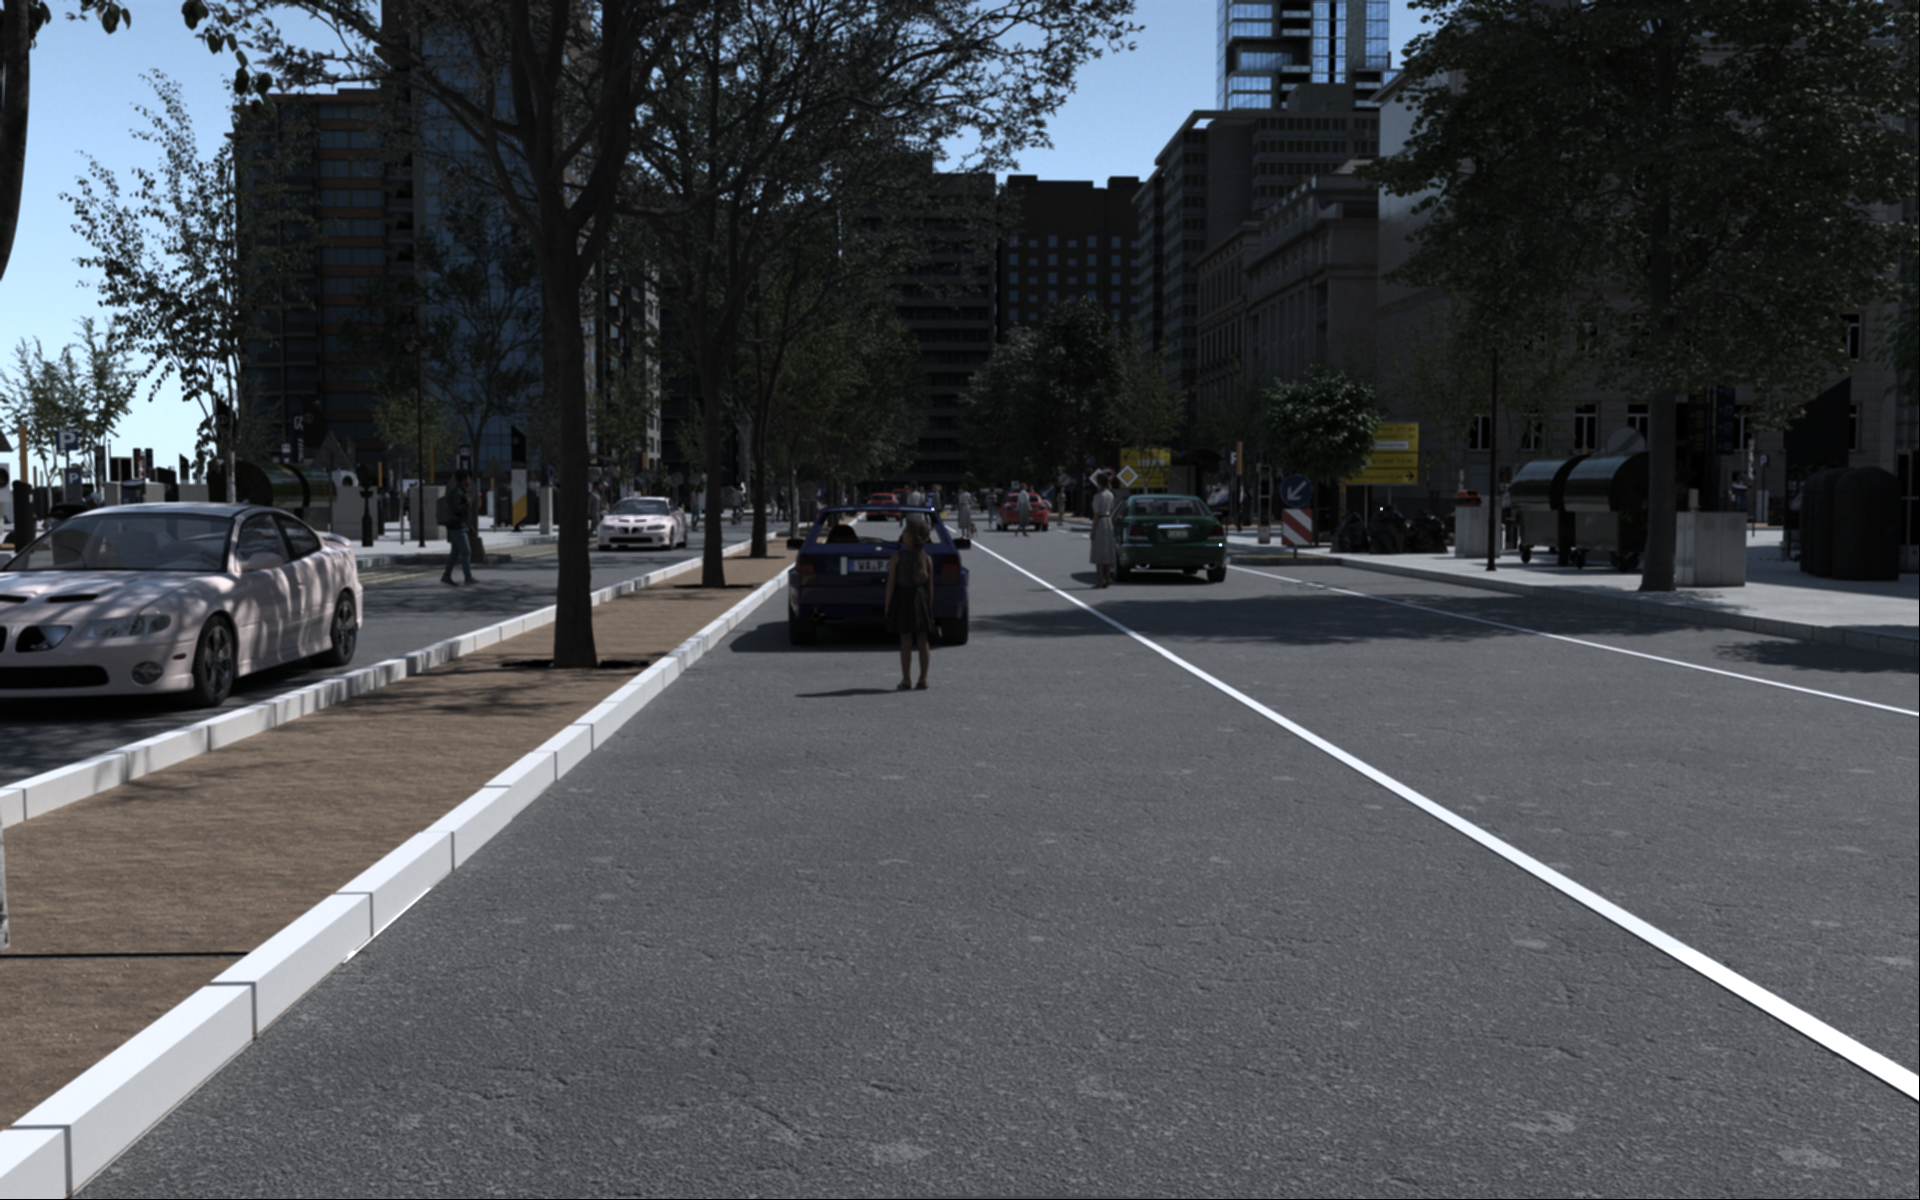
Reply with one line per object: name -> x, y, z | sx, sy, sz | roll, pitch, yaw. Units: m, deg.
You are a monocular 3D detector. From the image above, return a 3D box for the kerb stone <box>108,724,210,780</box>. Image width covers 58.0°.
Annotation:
kerb stone -> -4.203, 0.802, 9.077 | 0.120, 0.150, 1.000 | 0, 4, -2

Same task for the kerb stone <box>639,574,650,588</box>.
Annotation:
kerb stone -> -4.906, -0.262, 26.480 | 0.120, 0.150, 1.000 | 0, 4, -2

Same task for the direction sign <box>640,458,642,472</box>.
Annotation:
direction sign -> -20.447, -7.221, 110.063 | 0.876, 3.537, 0.379 | 1, 4, 12

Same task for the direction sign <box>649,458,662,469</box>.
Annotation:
direction sign -> -19.251, -7.192, 109.588 | 0.876, 3.537, 0.379 | 1, 4, 11

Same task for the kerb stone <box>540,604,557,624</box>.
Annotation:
kerb stone -> -4.608, 0.176, 19.320 | 0.120, 0.150, 1.000 | 0, 4, -2

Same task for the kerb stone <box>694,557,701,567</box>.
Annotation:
kerb stone -> -5.194, -0.698, 33.644 | 0.120, 0.150, 1.000 | 0, 4, -2

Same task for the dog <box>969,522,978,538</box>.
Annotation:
dog -> 0.441, -2.314, 57.120 | 0.406, 0.507, 0.540 | -2, 4, -25

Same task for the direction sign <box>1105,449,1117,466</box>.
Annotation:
direction sign -> 7.591, -5.799, 86.803 | 0.876, 3.537, 0.379 | -2, 4, -34

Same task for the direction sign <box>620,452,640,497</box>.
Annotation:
direction sign -> -17.927, -6.208, 93.490 | 0.876, 3.537, 0.379 | -3, 4, -38

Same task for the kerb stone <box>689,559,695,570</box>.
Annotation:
kerb stone -> -5.154, -0.637, 32.612 | 0.120, 0.150, 1.000 | 0, 4, -2

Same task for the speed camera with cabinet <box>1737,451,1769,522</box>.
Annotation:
speed camera with cabinet -> 36.325, -5.201, 79.366 | 0.660, 3.252, 2.038 | 0, 4, -1

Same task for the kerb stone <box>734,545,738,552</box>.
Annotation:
kerb stone -> -5.525, -1.201, 41.834 | 0.120, 0.150, 1.000 | 0, 4, -2

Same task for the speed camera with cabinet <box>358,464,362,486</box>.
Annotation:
speed camera with cabinet -> -39.992, -7.267, 113.146 | 2.038, 3.252, 0.660 | -1, 4, -16

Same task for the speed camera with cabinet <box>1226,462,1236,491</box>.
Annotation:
speed camera with cabinet -> 17.339, -7.249, 112.850 | 0.660, 3.252, 2.038 | 1, 4, 19

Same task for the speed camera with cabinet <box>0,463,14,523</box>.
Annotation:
speed camera with cabinet -> -41.978, -5.004, 76.158 | 0.660, 3.252, 2.038 | 0, 4, 7

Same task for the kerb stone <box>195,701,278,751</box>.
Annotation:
kerb stone -> -4.233, 0.741, 10.099 | 0.120, 0.150, 1.000 | 0, 4, -2

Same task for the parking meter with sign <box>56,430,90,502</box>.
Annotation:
parking meter with sign -> -23.996, -3.090, 46.779 | 0.543, 3.016, 1.738 | -2, 4, -32

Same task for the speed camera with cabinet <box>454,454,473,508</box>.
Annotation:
speed camera with cabinet -> -25.057, -5.572, 85.441 | 0.660, 3.252, 2.038 | 2, 4, 25

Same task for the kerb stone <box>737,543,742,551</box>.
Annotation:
kerb stone -> -5.571, -1.261, 42.867 | 0.120, 0.150, 1.000 | 0, 4, -2

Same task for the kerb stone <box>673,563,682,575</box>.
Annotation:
kerb stone -> -5.066, -0.512, 30.565 | 0.120, 0.150, 1.000 | 0, 4, -2

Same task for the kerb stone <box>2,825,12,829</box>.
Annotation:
kerb stone -> -4.113, 0.928, 7.032 | 0.120, 0.150, 1.000 | 0, 4, -2

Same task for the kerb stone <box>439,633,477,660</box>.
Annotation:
kerb stone -> -4.448, 0.426, 15.224 | 0.120, 0.150, 1.000 | 0, 4, -2

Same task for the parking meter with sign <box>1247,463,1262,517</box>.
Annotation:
parking meter with sign -> 16.160, -6.211, 97.813 | 0.543, 3.016, 1.738 | -3, 5, -41

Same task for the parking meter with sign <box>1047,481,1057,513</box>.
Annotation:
parking meter with sign -> 6.147, -7.406, 117.343 | 0.543, 3.016, 1.738 | -1, 4, -13

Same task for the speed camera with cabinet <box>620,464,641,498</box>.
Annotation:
speed camera with cabinet -> -21.578, -7.289, 113.511 | 0.660, 3.252, 2.038 | 1, 4, 16

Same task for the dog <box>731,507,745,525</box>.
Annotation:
dog -> -10.402, -3.864, 80.009 | 0.800, 0.831, 0.513 | 1, 4, 10

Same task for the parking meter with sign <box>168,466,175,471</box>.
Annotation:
parking meter with sign -> -50.307, -6.887, 108.864 | 1.738, 3.016, 0.543 | 0, 4, 6

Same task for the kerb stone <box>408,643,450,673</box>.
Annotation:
kerb stone -> -4.395, 0.491, 14.200 | 0.120, 0.150, 1.000 | 0, 4, -2

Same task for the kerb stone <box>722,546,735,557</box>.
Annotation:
kerb stone -> -5.478, -1.139, 40.814 | 0.120, 0.150, 1.000 | 0, 4, -2

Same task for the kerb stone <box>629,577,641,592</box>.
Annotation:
kerb stone -> -4.864, -0.194, 25.455 | 0.120, 0.150, 1.000 | 0, 4, -2

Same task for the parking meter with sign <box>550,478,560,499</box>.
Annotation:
parking meter with sign -> -19.584, -5.382, 84.263 | 1.738, 3.016, 0.543 | -2, 4, -30

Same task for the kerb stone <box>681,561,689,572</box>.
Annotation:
kerb stone -> -5.108, -0.575, 31.591 | 0.120, 0.150, 1.000 | 0, 4, -2

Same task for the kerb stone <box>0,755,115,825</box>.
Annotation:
kerb stone -> -4.157, 0.867, 8.057 | 0.120, 0.150, 1.000 | 0, 4, -2

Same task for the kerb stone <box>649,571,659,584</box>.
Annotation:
kerb stone -> -4.946, -0.324, 27.501 | 0.120, 0.150, 1.000 | 0, 4, -2

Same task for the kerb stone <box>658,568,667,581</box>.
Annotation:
kerb stone -> -4.992, -0.387, 28.522 | 0.120, 0.150, 1.000 | 0, 4, -2

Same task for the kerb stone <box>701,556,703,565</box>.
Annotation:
kerb stone -> -5.241, -0.760, 34.665 | 0.120, 0.150, 1.000 | 0, 4, -2

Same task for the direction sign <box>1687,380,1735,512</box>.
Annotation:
direction sign -> 15.040, -2.615, 34.751 | 0.876, 3.537, 0.379 | 2, 4, 34

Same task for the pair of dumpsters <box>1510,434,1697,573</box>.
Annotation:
pair of dumpsters -> 11.143, -1.693, 30.174 | 1.574, 2.255, 4.437 | 0, 4, -2

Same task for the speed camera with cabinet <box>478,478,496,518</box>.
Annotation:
speed camera with cabinet -> -25.904, -6.139, 94.716 | 2.038, 3.252, 0.660 | -1, 4, -16

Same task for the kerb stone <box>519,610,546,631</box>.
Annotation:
kerb stone -> -4.565, 0.238, 18.299 | 0.120, 0.150, 1.000 | 0, 4, -2

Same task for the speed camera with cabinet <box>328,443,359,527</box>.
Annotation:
speed camera with cabinet -> -24.406, -4.445, 67.015 | 0.660, 3.252, 2.038 | 2, 4, 25

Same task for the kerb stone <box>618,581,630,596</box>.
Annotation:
kerb stone -> -4.824, -0.134, 24.430 | 0.120, 0.150, 1.000 | 0, 4, -2

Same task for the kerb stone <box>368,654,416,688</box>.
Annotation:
kerb stone -> -4.353, 0.552, 13.174 | 0.120, 0.150, 1.000 | 0, 4, -2

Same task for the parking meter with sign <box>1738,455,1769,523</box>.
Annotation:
parking meter with sign -> 34.771, -4.908, 76.512 | 1.738, 3.016, 0.543 | -1, 4, -12

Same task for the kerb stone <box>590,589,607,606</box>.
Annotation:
kerb stone -> -4.735, -0.012, 22.385 | 0.120, 0.150, 1.000 | 0, 4, -2

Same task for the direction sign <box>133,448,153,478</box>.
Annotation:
direction sign -> -40.407, -5.734, 85.744 | 0.876, 3.537, 0.379 | -2, 4, -27

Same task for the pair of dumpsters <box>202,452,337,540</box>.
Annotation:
pair of dumpsters -> -15.213, -2.189, 38.290 | 1.574, 2.255, 4.437 | 0, 4, -2

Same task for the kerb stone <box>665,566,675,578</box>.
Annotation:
kerb stone -> -5.022, -0.449, 29.544 | 0.120, 0.150, 1.000 | 0, 4, -2

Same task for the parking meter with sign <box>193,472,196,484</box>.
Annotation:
parking meter with sign -> -60.433, -8.712, 138.701 | 1.738, 3.016, 0.543 | 0, 4, -2

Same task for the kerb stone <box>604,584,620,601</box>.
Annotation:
kerb stone -> -4.772, -0.074, 23.406 | 0.120, 0.150, 1.000 | 0, 4, -2

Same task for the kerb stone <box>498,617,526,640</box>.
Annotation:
kerb stone -> -4.524, 0.301, 17.277 | 0.120, 0.150, 1.000 | 0, 4, -2

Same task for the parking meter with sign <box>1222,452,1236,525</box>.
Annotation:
parking meter with sign -> 10.987, -4.626, 71.894 | 0.543, 3.016, 1.738 | -1, 4, -20

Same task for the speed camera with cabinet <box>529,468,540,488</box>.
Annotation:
speed camera with cabinet -> -32.786, -8.412, 131.874 | 0.660, 3.252, 2.038 | 1, 4, 20

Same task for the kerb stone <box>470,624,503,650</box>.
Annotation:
kerb stone -> -4.488, 0.365, 16.248 | 0.120, 0.150, 1.000 | 0, 4, -2

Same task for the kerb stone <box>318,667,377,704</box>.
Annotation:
kerb stone -> -4.320, 0.615, 12.146 | 0.120, 0.150, 1.000 | 0, 4, -2

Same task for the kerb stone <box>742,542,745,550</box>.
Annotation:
kerb stone -> -5.606, -1.326, 43.888 | 0.120, 0.150, 1.000 | 0, 4, -2

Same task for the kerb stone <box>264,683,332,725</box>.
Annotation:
kerb stone -> -4.277, 0.677, 11.125 | 0.120, 0.150, 1.000 | 0, 4, -2
